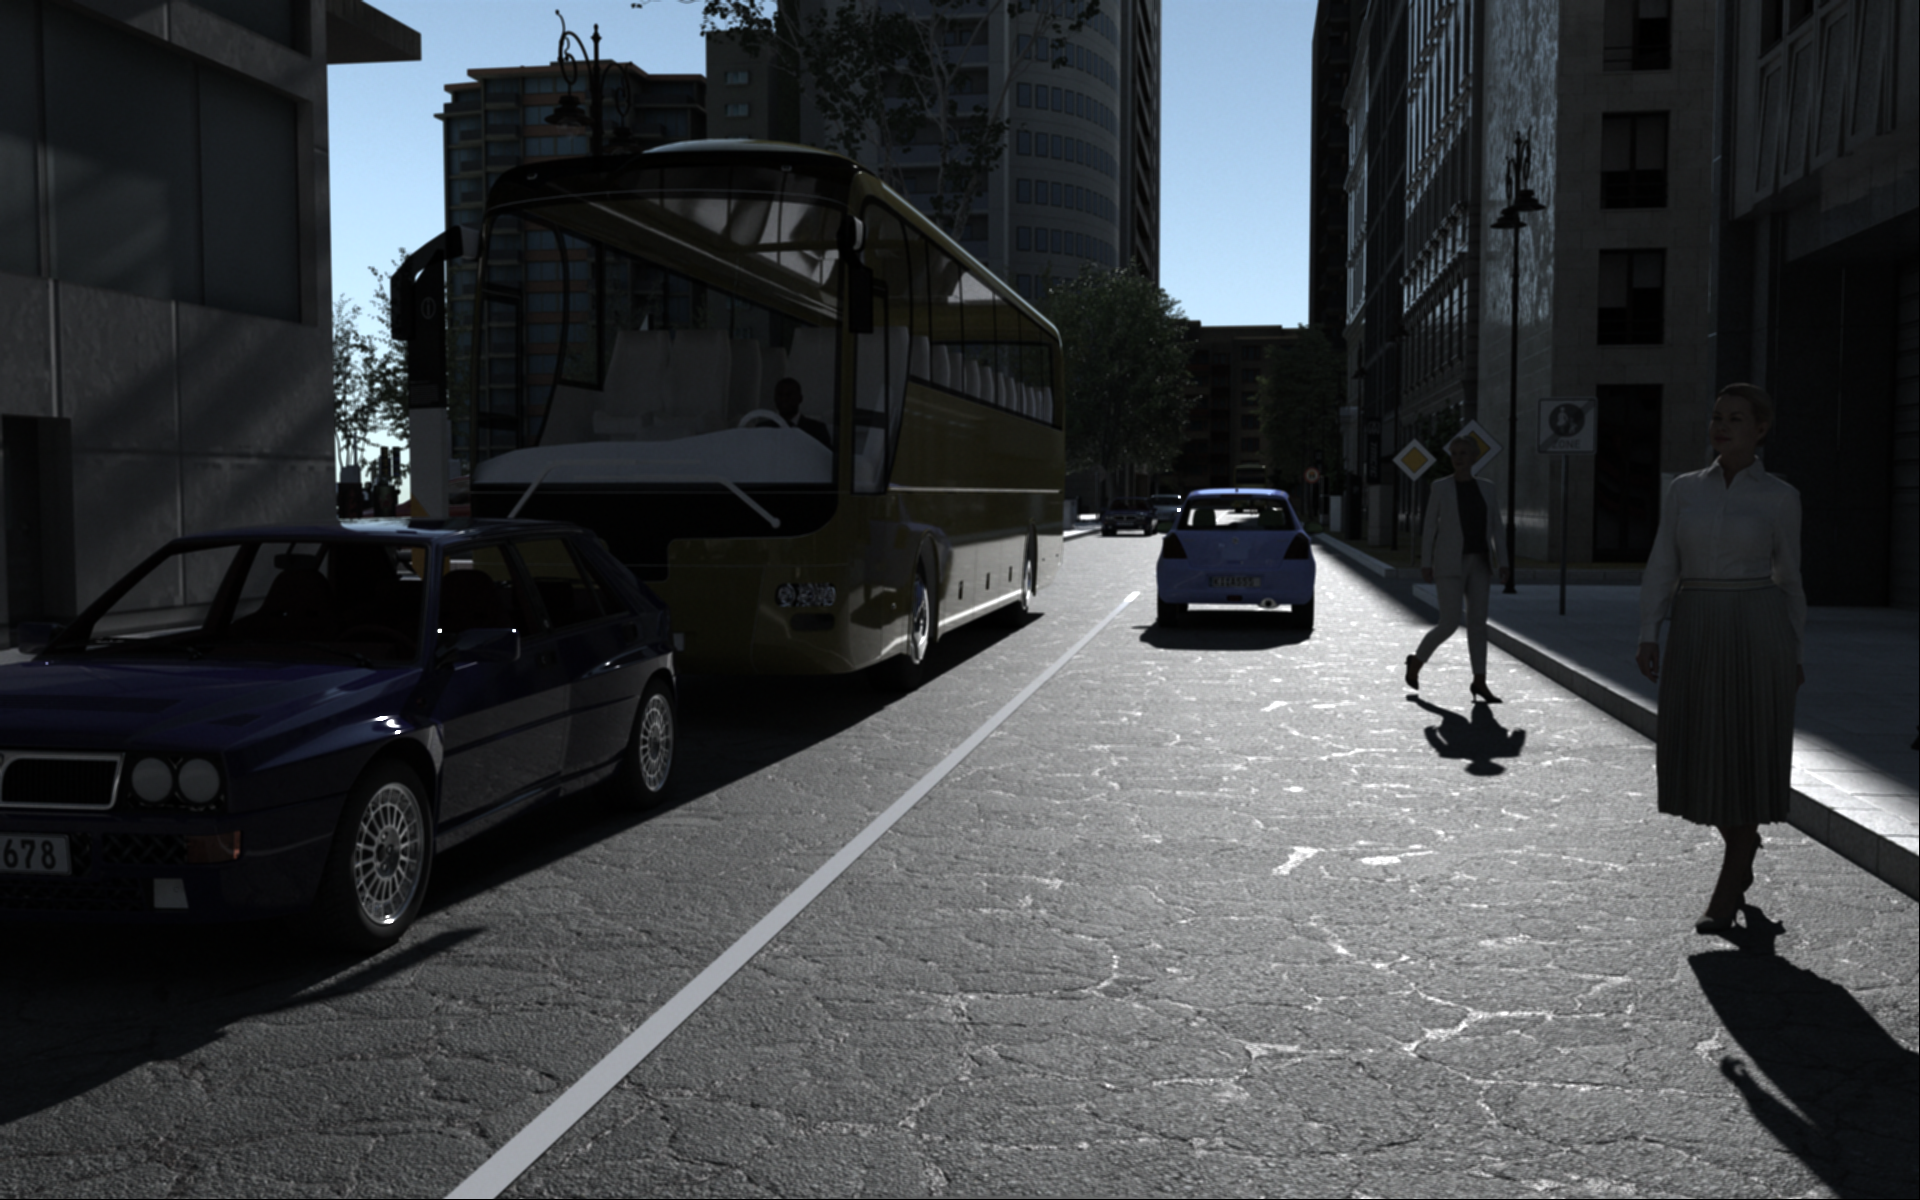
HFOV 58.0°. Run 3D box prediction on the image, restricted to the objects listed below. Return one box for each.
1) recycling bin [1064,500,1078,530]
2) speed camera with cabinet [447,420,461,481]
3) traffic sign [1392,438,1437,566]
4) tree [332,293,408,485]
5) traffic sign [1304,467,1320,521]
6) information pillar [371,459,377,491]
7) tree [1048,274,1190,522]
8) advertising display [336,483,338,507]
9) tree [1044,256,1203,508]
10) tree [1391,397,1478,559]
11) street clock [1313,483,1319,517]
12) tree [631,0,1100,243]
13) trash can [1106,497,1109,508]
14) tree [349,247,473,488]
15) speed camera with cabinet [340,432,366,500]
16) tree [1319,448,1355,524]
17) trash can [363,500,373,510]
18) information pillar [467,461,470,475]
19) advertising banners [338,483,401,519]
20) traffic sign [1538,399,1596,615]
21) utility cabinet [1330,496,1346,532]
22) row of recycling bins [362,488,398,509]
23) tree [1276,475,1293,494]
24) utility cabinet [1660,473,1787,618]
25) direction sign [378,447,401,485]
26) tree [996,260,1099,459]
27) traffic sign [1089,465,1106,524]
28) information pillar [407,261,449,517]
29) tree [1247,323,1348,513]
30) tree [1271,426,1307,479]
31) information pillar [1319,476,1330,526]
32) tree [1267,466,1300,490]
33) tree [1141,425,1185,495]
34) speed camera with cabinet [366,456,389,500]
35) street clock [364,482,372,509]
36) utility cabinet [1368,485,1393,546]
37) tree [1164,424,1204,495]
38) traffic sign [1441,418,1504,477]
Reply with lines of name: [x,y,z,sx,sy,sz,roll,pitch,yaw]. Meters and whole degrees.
recycling bin: [3.671,-3.000,61.605,0.722,1.027,0.722,1,4,14]
speed camera with cabinet: [-13.463,-3.218,46.951,0.660,3.252,2.038,2,4,28]
traffic sign: [8.095,-1.668,30.906,0.795,2.450,0.064,1,4,9]
tree: [-22.257,-6.886,62.944,4.360,8.622,3.978,0,3,0]
traffic sign: [16.658,-5.010,82.017,0.768,2.556,0.104,1,4,13]
information pillar: [-38.736,-7.534,114.540,0.504,3.616,0.183,2,4,31]
tree: [6.868,-9.494,80.976,9.928,11.665,9.643,0,3,0]
advertising display: [-34.300,-5.571,96.296,0.974,1.923,0.123,-2,4,-28]
tree: [8.072,-11.331,91.911,9.857,13.997,8.962,0,3,0]
tree: [9.734,-2.439,34.486,1.663,3.219,1.824,0,3,0]
street clock: [20.200,-5.735,98.330,0.358,2.002,0.471,0,4,-6]
tree: [-1.831,-11.364,41.696,12.611,20.169,13.585,0,3,0]
trash can: [8.379,-5.331,98.811,0.748,1.137,0.748,0,3,0]
tree: [-15.894,-6.189,51.546,4.737,8.622,4.395,0,3,0]
speed camera with cabinet: [-19.756,-3.781,56.162,0.660,3.252,2.038,-1,4,-17]
tree: [15.855,-4.824,73.477,1.663,3.219,1.824,0,3,0]
trash can: [-14.599,-1.853,41.948,0.748,1.137,0.748,0,3,0]
information pillar: [-31.995,-7.448,113.128,0.504,3.616,0.183,3,4,39]
advertising banners: [-8.530,-1.718,24.278,0.090,3.025,2.074,1,4,19]
traffic sign: [6.393,-0.990,18.318,0.606,2.300,0.079,1,4,11]
utility cabinet: [12.896,-2.917,58.861,0.306,1.237,1.020,-1,4,-9]
row of recycling bins: [-37.986,-6.405,111.828,1.069,1.692,3.534,3,5,39]
tree: [30.269,-10.125,160.141,1.663,3.219,1.824,0,3,0]
utility cabinet: [7.800,-0.553,17.714,1.173,1.500,0.318,0,4,-3]
direction sign: [-27.201,-5.553,82.795,0.876,3.537,0.379,-1,4,-17]
tree: [2.090,-6.333,53.901,4.737,8.622,4.395,0,3,0]
traffic sign: [5.924,-4.568,74.798,0.768,2.556,0.104,1,4,12]
information pillar: [-5.141,-1.555,16.781,0.504,3.616,0.183,2,4,34]
tree: [22.887,-12.014,114.557,7.486,12.596,7.792,0,3,0]
tree: [34.454,-14.141,181.567,4.737,8.622,4.395,0,3,0]
information pillar: [14.721,-4.002,69.931,0.304,2.012,0.304,-1,4,-10]
tree: [32.591,-11.674,174.583,4.285,4.588,4.351,0,3,0]
tree: [14.982,-11.081,131.538,4.737,8.622,4.395,0,3,0]
speed camera with cabinet: [-30.381,-5.780,88.845,2.038,3.252,0.660,-2,4,-32]
street clock: [-35.018,-5.993,102.559,0.471,2.002,0.358,2,4,35]
utility cabinet: [10.360,-2.072,42.557,0.318,1.500,1.173,2,4,33]
tree: [22.875,-13.936,178.209,4.360,8.622,3.978,0,3,0]
traffic sign: [6.795,-1.186,23.027,0.795,2.450,0.064,1,4,9]
